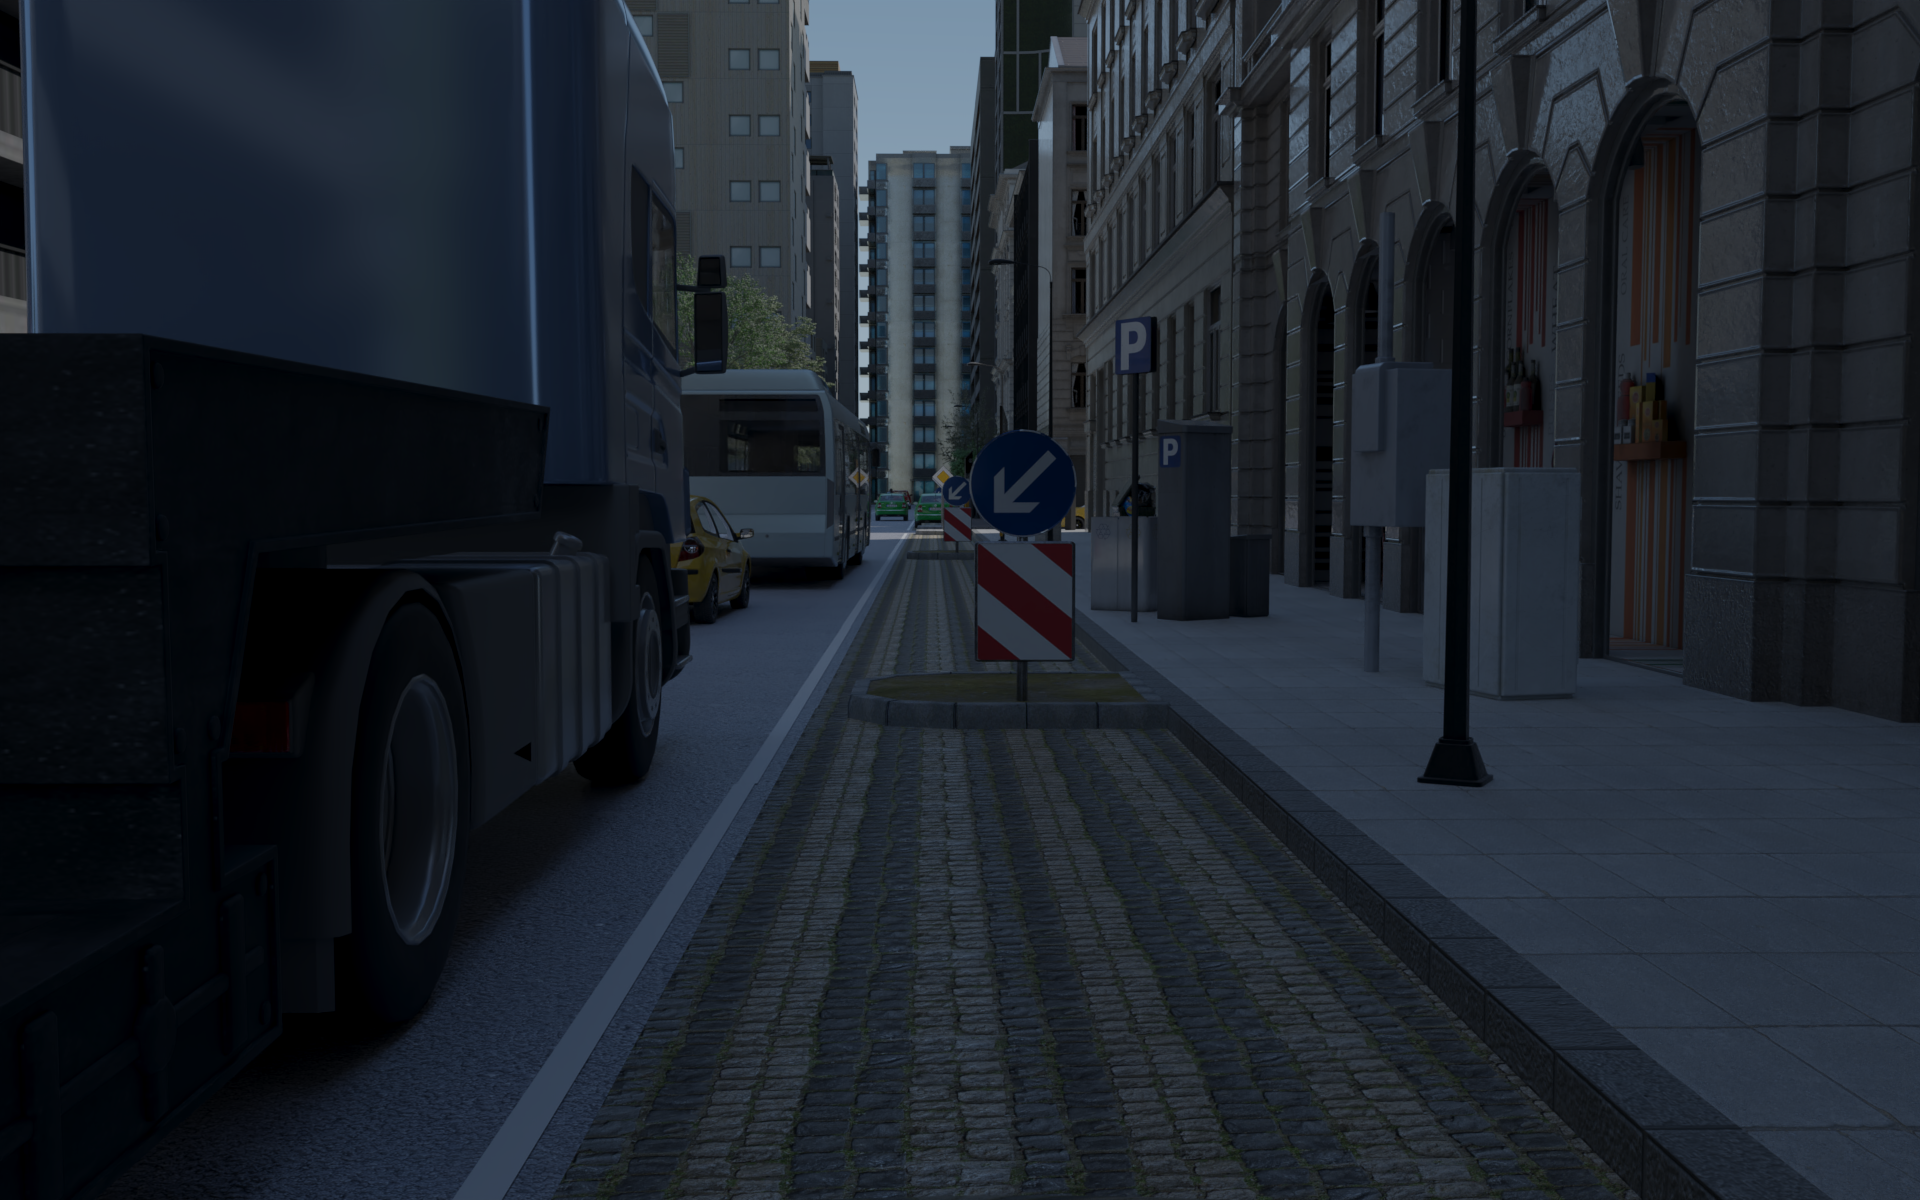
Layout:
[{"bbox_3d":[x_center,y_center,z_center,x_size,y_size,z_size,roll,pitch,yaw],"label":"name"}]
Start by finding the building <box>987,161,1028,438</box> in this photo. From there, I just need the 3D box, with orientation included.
[{"bbox_3d":[9.399,-21.124,132.764,14.401,28.519,23.554,0,4,-1],"label":"building"}]

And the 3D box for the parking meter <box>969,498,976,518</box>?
[{"bbox_3d":[0.660,-5.083,91.514,0.372,1.533,0.369,0,3,0],"label":"parking meter"}]

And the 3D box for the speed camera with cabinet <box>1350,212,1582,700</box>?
[{"bbox_3d":[3.360,-1.060,11.663,0.660,3.252,2.038,-1,4,-15],"label":"speed camera with cabinet"}]

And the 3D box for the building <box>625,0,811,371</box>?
[{"bbox_3d":[-27.730,-34.719,156.886,28.713,52.752,27.495,0,4,-1],"label":"building"}]

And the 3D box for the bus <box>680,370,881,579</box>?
[{"bbox_3d":[-3.179,-2.284,32.203,2.948,3.499,13.247,0,4,0],"label":"bus"}]

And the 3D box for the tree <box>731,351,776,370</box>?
[{"bbox_3d":[-10.658,-8.529,89.808,4.737,8.622,4.395,0,3,0],"label":"tree"}]

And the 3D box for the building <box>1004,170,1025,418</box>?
[{"bbox_3d":[8.787,-17.267,111.198,11.050,23.489,19.941,0,4,-1],"label":"building"}]

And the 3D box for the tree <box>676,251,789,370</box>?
[{"bbox_3d":[-11.149,-9.155,75.439,9.928,11.665,9.643,0,3,0],"label":"tree"}]

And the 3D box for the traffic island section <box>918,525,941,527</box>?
[{"bbox_3d":[-0.701,-2.879,69.356,2.009,0.180,2.903,0,4,-1],"label":"traffic island section"}]

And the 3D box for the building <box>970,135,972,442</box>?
[{"bbox_3d":[12.144,-35.678,207.033,21.300,48.544,21.600,0,4,-1],"label":"building"}]

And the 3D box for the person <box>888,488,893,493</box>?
[{"bbox_3d":[-4.503,-6.250,110.950,0.793,1.790,0.793,0,4,8],"label":"person"}]

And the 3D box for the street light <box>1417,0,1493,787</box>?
[{"bbox_3d":[1.675,-2.142,7.568,1.470,5.913,1.316,0,4,-1],"label":"street light"}]

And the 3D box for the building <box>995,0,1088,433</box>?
[{"bbox_3d":[11.680,-44.360,163.543,20.563,71.187,20.611,0,4,-1],"label":"building"}]

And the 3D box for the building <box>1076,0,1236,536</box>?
[{"bbox_3d":[11.739,-12.899,44.175,16.112,22.955,30.059,0,4,-1],"label":"building"}]

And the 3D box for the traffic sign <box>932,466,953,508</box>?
[{"bbox_3d":[-0.591,-3.526,61.295,0.795,2.450,0.064,0,4,-1],"label":"traffic sign"}]

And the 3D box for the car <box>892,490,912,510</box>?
[{"bbox_3d":[-5.569,-9.350,161.545,2.281,1.827,5.304,0,4,-2],"label":"car"}]

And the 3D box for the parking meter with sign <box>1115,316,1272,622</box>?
[{"bbox_3d":[2.426,-1.312,17.715,1.738,3.016,0.543,-2,4,-34],"label":"parking meter with sign"}]

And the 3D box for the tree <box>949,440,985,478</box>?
[{"bbox_3d":[0.869,-7.437,105.306,4.285,4.588,4.351,0,3,0],"label":"tree"}]

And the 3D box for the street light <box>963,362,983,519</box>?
[{"bbox_3d":[0.946,-5.425,61.236,1.470,5.913,1.316,0,4,-1],"label":"street light"}]

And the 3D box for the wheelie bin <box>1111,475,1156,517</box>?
[{"bbox_3d":[2.881,-1.264,28.581,0.693,1.594,0.980,0,4,-4],"label":"wheelie bin"}]

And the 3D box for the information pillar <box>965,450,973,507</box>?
[{"bbox_3d":[0.482,-6.199,92.701,0.504,3.616,0.183,-2,4,-32],"label":"information pillar"}]

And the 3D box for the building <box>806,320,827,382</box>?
[{"bbox_3d":[-28.937,-20.873,186.310,27.650,21.520,28.899,0,4,-1],"label":"building"}]

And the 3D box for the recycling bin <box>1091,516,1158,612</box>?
[{"bbox_3d":[1.922,-0.410,19.253,0.722,1.027,0.722,2,4,32],"label":"recycling bin"}]

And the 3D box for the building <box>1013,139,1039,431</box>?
[{"bbox_3d":[9.394,-16.099,92.889,12.332,23.373,15.834,0,4,-1],"label":"building"}]

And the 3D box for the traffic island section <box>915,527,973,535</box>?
[{"bbox_3d":[-0.568,-2.391,61.372,2.009,0.180,2.903,0,4,-1],"label":"traffic island section"}]

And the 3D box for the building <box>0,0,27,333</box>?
[{"bbox_3d":[-22.072,-35.753,22.807,20.563,71.187,20.611,0,4,-1],"label":"building"}]

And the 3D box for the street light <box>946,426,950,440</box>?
[{"bbox_3d":[-0.229,-8.873,117.621,1.470,5.913,1.316,0,4,-1],"label":"street light"}]

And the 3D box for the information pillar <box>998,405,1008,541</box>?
[{"bbox_3d":[1.157,-3.347,46.073,0.183,3.616,0.504,1,4,19],"label":"information pillar"}]

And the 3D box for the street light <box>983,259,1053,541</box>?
[{"bbox_3d":[1.258,-3.780,34.347,1.470,5.913,1.316,0,4,-1],"label":"street light"}]

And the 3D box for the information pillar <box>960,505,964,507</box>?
[{"bbox_3d":[0.139,-7.329,124.315,0.304,2.012,0.304,0,4,6],"label":"information pillar"}]

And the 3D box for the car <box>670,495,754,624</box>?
[{"bbox_3d":[-3.524,-0.631,20.546,2.015,1.641,3.980,0,4,1],"label":"car"}]

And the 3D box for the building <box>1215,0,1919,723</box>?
[{"bbox_3d":[10.625,-10.726,17.177,13.314,21.916,24.055,0,4,-1],"label":"building"}]

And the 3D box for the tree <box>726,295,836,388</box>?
[{"bbox_3d":[-11.034,-11.085,99.374,7.486,12.596,7.792,0,3,0],"label":"tree"}]

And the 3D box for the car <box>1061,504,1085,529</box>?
[{"bbox_3d":[5.524,-3.365,65.245,3.980,1.641,2.015,0,4,-1],"label":"car"}]

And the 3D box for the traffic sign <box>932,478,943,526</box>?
[{"bbox_3d":[-0.725,-4.014,69.278,0.795,2.450,0.064,0,4,-1],"label":"traffic sign"}]

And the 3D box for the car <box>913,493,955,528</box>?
[{"bbox_3d":[-1.031,-3.978,73.841,1.959,1.807,4.718,0,4,-1],"label":"car"}]

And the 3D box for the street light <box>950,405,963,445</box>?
[{"bbox_3d":[0.369,-7.199,90.250,1.470,5.913,1.316,0,4,-1],"label":"street light"}]

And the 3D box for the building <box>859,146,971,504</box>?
[{"bbox_3d":[1.407,-38.000,240.909,30.456,49.044,23.786,0,4,-1],"label":"building"}]

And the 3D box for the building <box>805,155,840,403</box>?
[{"bbox_3d":[-21.785,-32.243,210.769,14.086,41.232,14.154,0,4,-1],"label":"building"}]

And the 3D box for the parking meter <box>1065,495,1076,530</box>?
[{"bbox_3d":[3.910,-3.408,61.436,0.255,1.863,0.399,2,4,35],"label":"parking meter"}]

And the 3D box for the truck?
[{"bbox_3d":[-2.574,-0.718,1.491,2.967,4.110,18.799,0,4,-1],"label":"truck"}]

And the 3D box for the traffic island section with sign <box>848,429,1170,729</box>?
[{"bbox_3d":[0.271,-0.171,11.426,1.989,1.847,2.006,0,4,-1],"label":"traffic island section with sign"}]

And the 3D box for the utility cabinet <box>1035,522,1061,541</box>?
[{"bbox_3d":[2.301,-2.217,44.931,0.318,1.500,1.173,2,4,24],"label":"utility cabinet"}]

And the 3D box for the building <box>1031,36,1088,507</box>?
[{"bbox_3d":[12.499,-13.844,75.506,18.267,20.994,9.793,0,4,-1],"label":"building"}]

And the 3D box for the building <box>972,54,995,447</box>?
[{"bbox_3d":[12.491,-34.350,185.317,21.300,48.544,21.600,0,4,-1],"label":"building"}]

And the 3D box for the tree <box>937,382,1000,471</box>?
[{"bbox_3d":[0.840,-9.874,111.804,4.360,8.622,3.978,0,3,0],"label":"tree"}]

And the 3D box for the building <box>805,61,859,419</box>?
[{"bbox_3d":[-28.168,-42.624,238.908,28.212,58.520,21.231,0,4,-1],"label":"building"}]

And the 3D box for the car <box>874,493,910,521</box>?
[{"bbox_3d":[-3.696,-5.202,93.843,1.959,1.807,4.718,0,4,-2],"label":"car"}]
